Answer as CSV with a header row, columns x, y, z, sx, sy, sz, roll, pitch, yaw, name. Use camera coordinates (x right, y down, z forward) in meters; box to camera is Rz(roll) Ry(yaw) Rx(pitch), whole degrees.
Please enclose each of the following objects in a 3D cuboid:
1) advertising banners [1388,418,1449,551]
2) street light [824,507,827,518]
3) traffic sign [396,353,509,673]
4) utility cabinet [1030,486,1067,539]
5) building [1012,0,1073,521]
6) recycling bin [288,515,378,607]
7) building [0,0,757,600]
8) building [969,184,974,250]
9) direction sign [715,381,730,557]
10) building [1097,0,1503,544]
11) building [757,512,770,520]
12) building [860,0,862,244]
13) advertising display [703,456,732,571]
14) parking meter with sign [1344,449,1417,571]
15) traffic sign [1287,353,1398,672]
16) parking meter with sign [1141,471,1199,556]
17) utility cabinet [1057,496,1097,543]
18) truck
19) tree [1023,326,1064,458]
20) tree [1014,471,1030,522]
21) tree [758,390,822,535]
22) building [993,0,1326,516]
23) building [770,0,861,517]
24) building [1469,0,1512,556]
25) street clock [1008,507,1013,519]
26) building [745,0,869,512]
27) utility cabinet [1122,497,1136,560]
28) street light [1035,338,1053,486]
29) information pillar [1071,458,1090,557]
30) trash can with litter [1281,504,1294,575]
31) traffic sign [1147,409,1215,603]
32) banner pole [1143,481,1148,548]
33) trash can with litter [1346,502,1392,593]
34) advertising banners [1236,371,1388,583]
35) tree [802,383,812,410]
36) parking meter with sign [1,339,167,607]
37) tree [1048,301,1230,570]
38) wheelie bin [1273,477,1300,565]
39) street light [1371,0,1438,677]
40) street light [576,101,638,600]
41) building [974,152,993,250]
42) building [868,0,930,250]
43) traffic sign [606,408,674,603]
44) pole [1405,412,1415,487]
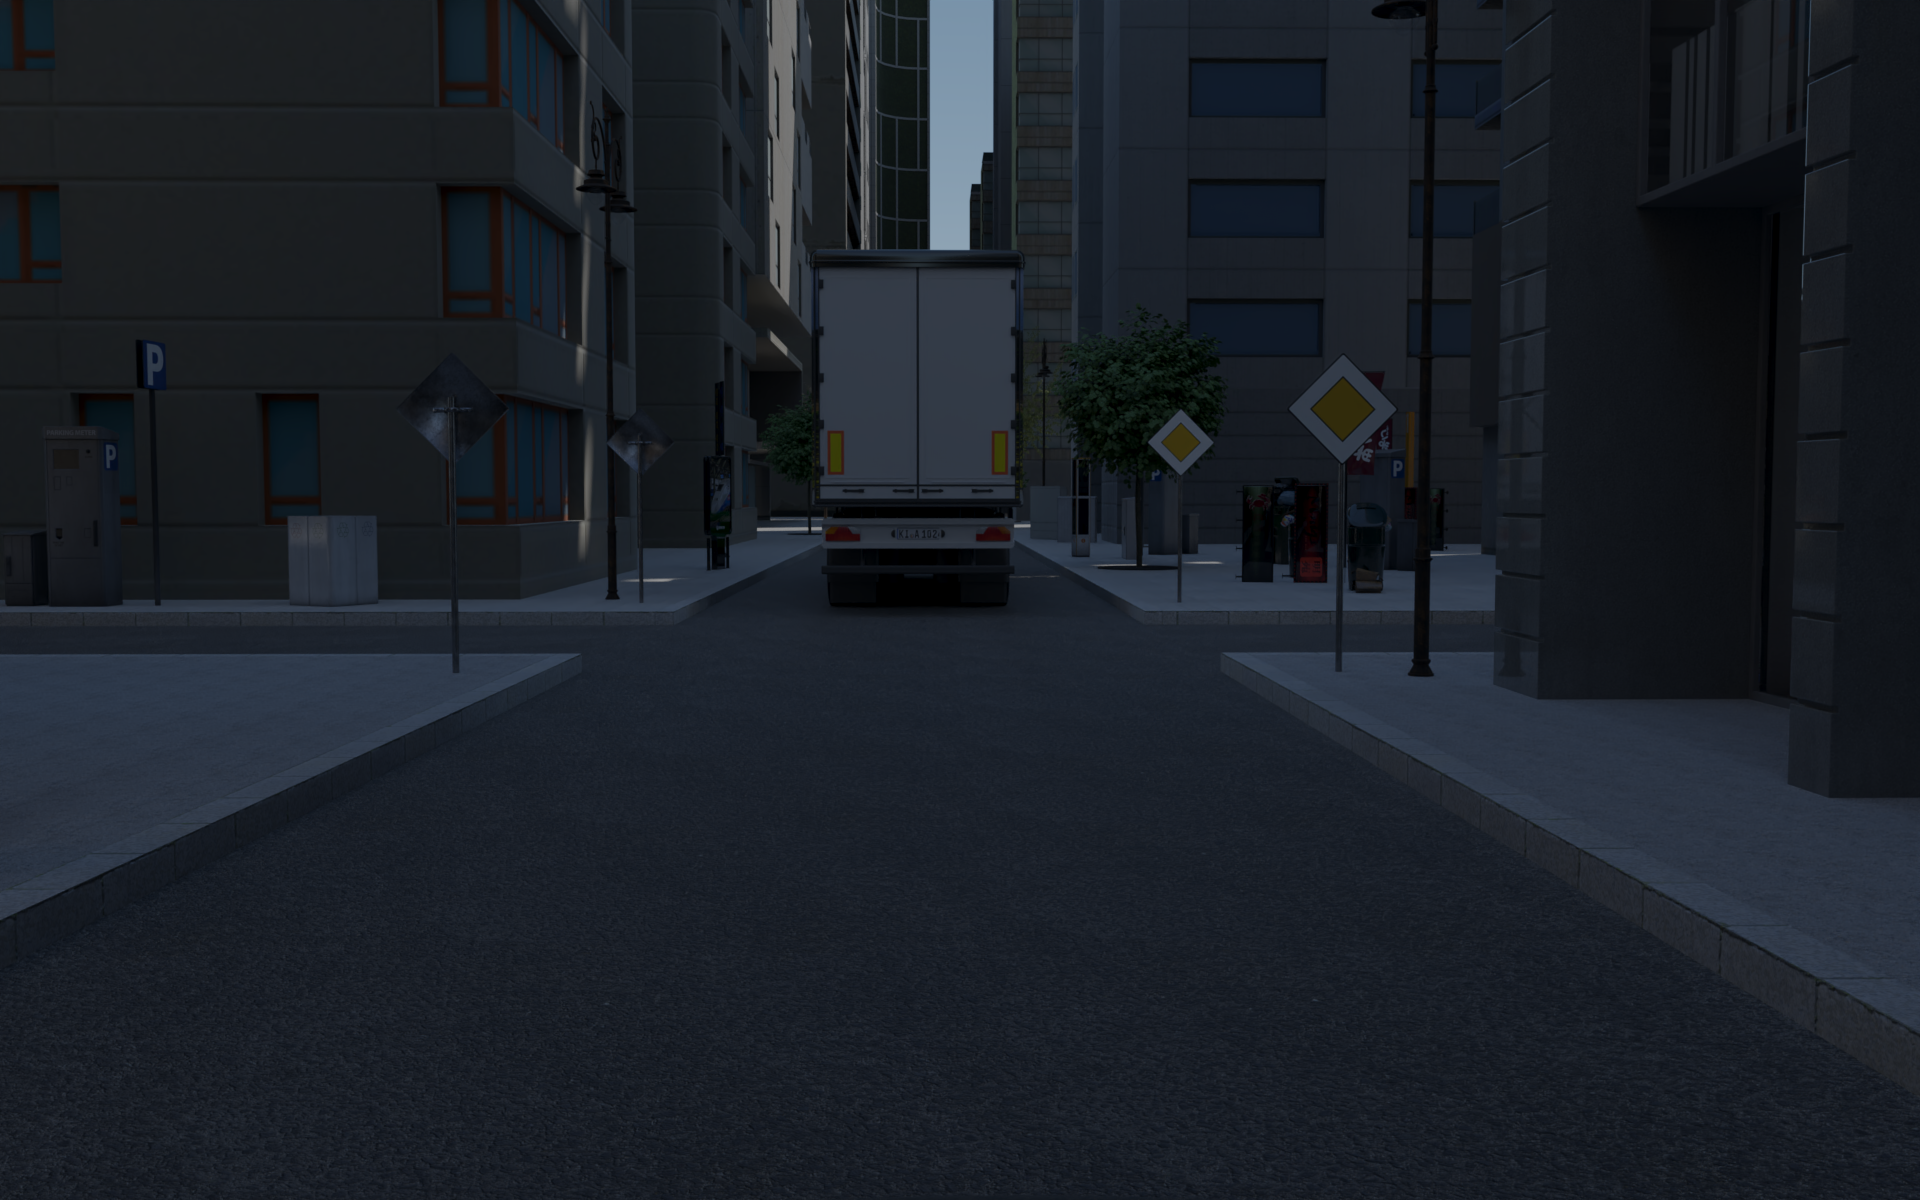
x,y,z,sx,sy,sz,roll,pitch,yaw,name
10.277,-2.653,39.565,0.090,3.025,2.074,-3,4,-37,advertising banners
-4.939,-5.546,63.473,0.468,5.910,1.993,0,4,-1,street light
-3.612,-0.533,12.358,0.795,2.450,0.064,0,4,-1,traffic sign
2.511,-2.462,48.939,0.318,1.500,1.173,-3,5,-43,utility cabinet
9.575,-24.747,88.206,14.154,41.232,14.086,0,4,-1,building
-7.272,-0.461,20.098,0.722,1.027,0.722,2,4,27,recycling bin
-19.417,-11.594,34.594,27.650,21.520,28.899,0,4,-1,building
7.856,-23.973,163.665,14.160,30.474,14.107,0,4,-1,building
-4.865,-2.637,35.107,0.379,3.537,0.876,-1,4,-18,direction sign
14.256,-31.475,56.619,21.231,58.520,28.212,0,4,-1,building
-20.166,-29.390,69.762,28.713,52.752,27.495,0,4,-1,building
-14.325,-26.921,123.756,14.154,41.232,14.086,0,4,-1,building
-4.111,-1.481,29.421,0.123,1.923,0.974,1,4,14,advertising display
7.164,-2.027,29.404,0.543,3.016,1.738,-2,4,-34,parking meter with sign
2.732,-0.538,12.446,0.795,2.450,0.064,0,4,-1,traffic sign
4.368,-2.466,36.587,1.738,3.016,0.543,-3,5,-45,parking meter with sign
3.097,-2.118,45.793,1.020,1.237,0.306,1,4,15,utility cabinet
-0.604,-2.237,25.494,2.839,4.237,11.283,0,4,-1,truck
2.415,-7.595,74.539,4.737,8.622,4.395,0,3,0,tree
2.283,-5.132,78.506,1.663,3.219,1.824,0,3,0,tree
-4.680,-4.345,54.749,4.285,4.588,4.351,0,3,0,tree
12.918,-35.801,127.353,21.231,58.520,28.212,0,4,-1,building
-17.126,-29.466,105.479,21.300,48.544,21.600,0,4,-1,building
17.977,-23.157,28.734,14.200,45.320,14.600,0,4,-1,building
1.850,-3.613,63.645,0.471,2.002,0.358,-1,4,-13,street clock
-21.589,-34.635,155.519,27.495,52.752,28.713,0,4,-1,building
3.378,-1.416,34.307,0.306,1.237,1.020,0,4,1,utility cabinet
2.493,-4.813,51.478,0.468,5.910,1.993,0,4,-1,street light
2.459,-1.879,35.209,0.304,2.012,0.304,-1,4,-16,information pillar
5.282,-0.944,26.818,0.624,1.170,1.055,1,4,10,trash can with litter
2.594,-1.027,20.430,0.795,2.450,0.064,0,4,-1,traffic sign
4.549,-3.168,41.811,0.401,3.779,0.863,3,5,43,banner pole
5.417,-0.697,22.782,0.624,1.170,1.055,0,4,7,trash can with litter
5.030,-1.758,24.923,2.074,3.025,0.090,1,4,12,advertising banners
-6.203,-8.492,89.203,4.360,8.622,3.978,0,3,0,tree
-10.048,-1.441,19.828,1.738,3.016,0.543,0,4,0,parking meter with sign
3.137,-2.815,29.733,4.285,4.588,4.351,0,3,0,tree
5.966,-1.451,31.639,0.693,1.594,0.980,-2,4,-28,wheelie bin
3.256,-2.402,12.054,0.468,5.910,1.993,0,4,-1,street light
-4.232,-2.944,20.923,0.468,5.910,1.993,0,4,-1,street light
8.724,-23.092,149.261,14.160,30.474,14.107,0,4,-1,building
-13.547,-45.887,188.496,20.611,71.187,20.563,0,4,-1,building
-3.749,-1.021,20.341,0.795,2.450,0.064,0,4,-1,traffic sign
11.177,-3.012,43.088,0.158,3.312,0.155,0,3,0,pole
